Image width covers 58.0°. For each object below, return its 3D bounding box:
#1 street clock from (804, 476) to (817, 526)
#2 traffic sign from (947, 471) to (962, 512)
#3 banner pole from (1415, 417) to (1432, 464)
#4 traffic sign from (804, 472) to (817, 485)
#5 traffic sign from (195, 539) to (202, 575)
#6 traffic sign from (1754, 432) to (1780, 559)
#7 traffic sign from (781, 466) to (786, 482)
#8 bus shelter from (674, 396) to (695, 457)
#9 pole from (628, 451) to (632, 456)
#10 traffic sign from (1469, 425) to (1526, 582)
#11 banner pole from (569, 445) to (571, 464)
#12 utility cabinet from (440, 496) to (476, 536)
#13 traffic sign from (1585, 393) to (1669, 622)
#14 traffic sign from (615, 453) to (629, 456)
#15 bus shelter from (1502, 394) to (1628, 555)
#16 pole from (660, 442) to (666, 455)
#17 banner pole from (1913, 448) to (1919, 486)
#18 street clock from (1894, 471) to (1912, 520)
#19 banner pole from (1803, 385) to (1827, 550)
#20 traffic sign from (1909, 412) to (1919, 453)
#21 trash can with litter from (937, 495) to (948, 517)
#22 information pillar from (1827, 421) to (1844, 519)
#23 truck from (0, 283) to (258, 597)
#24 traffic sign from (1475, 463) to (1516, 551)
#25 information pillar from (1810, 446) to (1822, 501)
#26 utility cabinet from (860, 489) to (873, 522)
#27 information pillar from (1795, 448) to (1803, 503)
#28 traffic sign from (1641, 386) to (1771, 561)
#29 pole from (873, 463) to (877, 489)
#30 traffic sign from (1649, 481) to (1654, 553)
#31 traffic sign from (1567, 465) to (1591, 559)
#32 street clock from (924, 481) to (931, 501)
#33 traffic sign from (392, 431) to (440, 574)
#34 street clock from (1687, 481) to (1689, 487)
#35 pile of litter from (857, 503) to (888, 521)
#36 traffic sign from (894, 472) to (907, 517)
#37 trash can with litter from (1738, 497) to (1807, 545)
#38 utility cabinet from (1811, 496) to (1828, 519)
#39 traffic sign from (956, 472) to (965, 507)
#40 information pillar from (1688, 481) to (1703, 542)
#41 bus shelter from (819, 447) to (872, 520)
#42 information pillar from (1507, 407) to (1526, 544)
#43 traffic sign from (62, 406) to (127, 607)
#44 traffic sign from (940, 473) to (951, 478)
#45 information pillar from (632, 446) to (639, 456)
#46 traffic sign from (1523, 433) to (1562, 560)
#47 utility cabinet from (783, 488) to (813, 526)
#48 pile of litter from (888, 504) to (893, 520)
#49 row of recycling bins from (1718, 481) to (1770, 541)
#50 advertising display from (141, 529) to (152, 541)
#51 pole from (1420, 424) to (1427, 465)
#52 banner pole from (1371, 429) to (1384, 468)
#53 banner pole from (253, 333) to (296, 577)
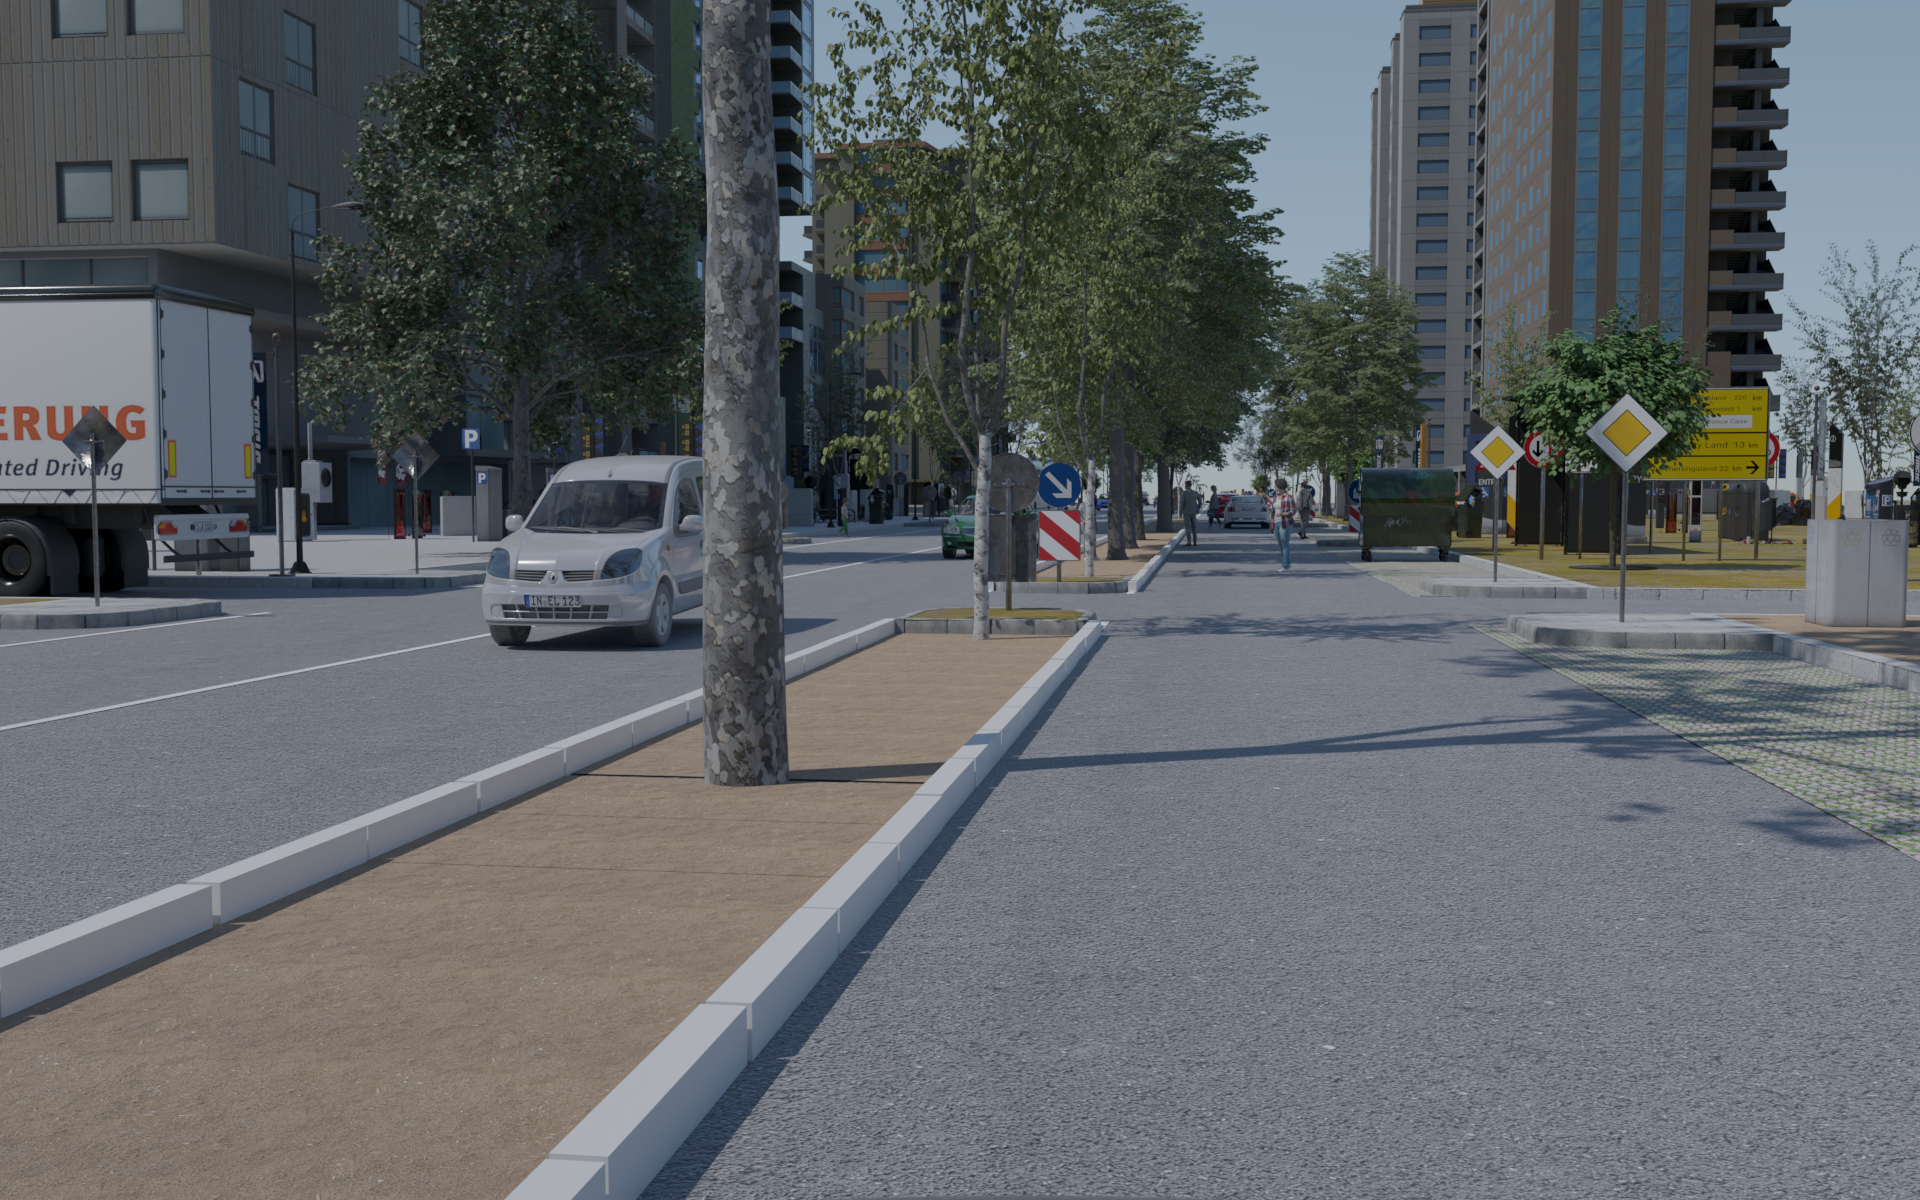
[{"bbox_3d":[-5.962,-3.954,69.211,0.471,2.002,0.358,2,4,28],"label":"street clock"},{"bbox_3d":[-0.315,-6.053,98.968,0.884,2.594,0.081,1,4,11],"label":"traffic sign"},{"bbox_3d":[15.106,-4.061,56.414,0.401,3.779,0.863,-2,4,-27],"label":"banner pole"},{"bbox_3d":[-6.807,-4.700,78.979,0.606,2.300,0.079,1,4,9],"label":"traffic sign"},{"bbox_3d":[-12.039,-1.664,27.318,0.768,2.556,0.104,1,4,10],"label":"traffic sign"},{"bbox_3d":[15.805,-2.092,34.313,0.768,2.556,0.104,1,4,12],"label":"traffic sign"},{"bbox_3d":[-8.167,-4.747,77.715,0.768,2.556,0.104,1,4,10],"label":"traffic sign"},{"bbox_3d":[-8.891,-5.296,64.216,2.179,5.291,8.768,1,4,8],"label":"bus shelter"},{"bbox_3d":[-15.707,-5.417,82.412,0.158,3.312,0.155,0,3,0],"label":"pole"},{"bbox_3d":[7.790,-1.316,25.154,0.795,2.450,0.064,1,4,8],"label":"traffic sign"},{"bbox_3d":[-13.486,-4.276,59.934,0.401,3.779,0.863,-1,4,-16],"label":"banner pole"},{"bbox_3d":[-15.379,-2.563,53.069,1.020,1.237,0.306,-2,4,-35],"label":"utility cabinet"},{"bbox_3d":[6.616,-0.833,17.256,0.795,2.450,0.064,1,4,8],"label":"traffic sign"},{"bbox_3d":[-10.432,-3.265,53.484,0.768,2.556,0.104,1,4,17],"label":"traffic sign"},{"bbox_3d":[13.683,-2.941,39.372,1.731,3.624,6.357,1,4,8],"label":"bus shelter"},{"bbox_3d":[-11.545,-4.501,67.434,0.158,3.312,0.155,0,3,0],"label":"pole"},{"bbox_3d":[37.364,-4.734,67.415,0.401,3.779,0.863,0,4,-6],"label":"banner pole"},{"bbox_3d":[29.335,-3.020,53.947,0.471,2.002,0.358,0,4,-7],"label":"street clock"},{"bbox_3d":[19.896,-3.065,40.137,0.863,3.779,0.401,-3,5,-44],"label":"banner pole"},{"bbox_3d":[14.014,-1.515,24.882,0.768,2.556,0.104,1,4,14],"label":"traffic sign"},{"bbox_3d":[-1.377,-5.193,95.970,2.233,1.210,1.678,-1,4,-15],"label":"trash can with litter"},{"bbox_3d":[28.132,-3.934,55.679,0.183,3.616,0.504,-2,4,-25],"label":"information pillar"},{"bbox_3d":[-16.027,-2.206,24.986,11.283,4.237,2.839,0,4,8],"label":"truck"},{"bbox_3d":[11.984,-2.374,38.825,0.884,2.594,0.081,1,4,15],"label":"traffic sign"},{"bbox_3d":[38.317,-5.268,77.479,0.504,3.616,0.183,1,4,20],"label":"information pillar"},{"bbox_3d":[-4.711,-4.810,87.324,0.318,1.500,1.173,1,4,15],"label":"utility cabinet"},{"bbox_3d":[42.609,-5.907,87.928,0.504,3.616,0.183,-2,4,-34],"label":"information pillar"},{"bbox_3d":[14.203,-2.397,33.068,2.265,3.308,0.079,1,4,13],"label":"traffic sign"},{"bbox_3d":[-4.877,-6.451,99.320,0.158,3.312,0.155,0,3,0],"label":"pole"},{"bbox_3d":[15.017,-2.299,37.588,0.884,2.594,0.081,1,4,18],"label":"traffic sign"},{"bbox_3d":[12.182,-1.947,33.970,0.606,2.300,0.079,1,4,13],"label":"traffic sign"},{"bbox_3d":[-1.820,-5.782,99.104,0.471,2.002,0.358,-1,4,-13],"label":"street clock"},{"bbox_3d":[-8.671,-1.466,27.612,0.795,2.450,0.064,1,4,8],"label":"traffic sign"},{"bbox_3d":[28.715,-3.878,67.970,0.471,2.002,0.358,-2,4,-27],"label":"street clock"},{"bbox_3d":[-4.394,-4.139,81.638,1.719,0.858,1.176,0,4,-2],"label":"pile of litter"},{"bbox_3d":[-3.402,-6.012,98.408,0.768,2.556,0.104,1,4,13],"label":"traffic sign"},{"bbox_3d":[20.977,-2.036,44.353,2.233,1.210,1.678,1,4,10],"label":"trash can with litter"},{"bbox_3d":[34.114,-3.512,68.575,0.306,1.237,1.020,0,4,-2],"label":"utility cabinet"},{"bbox_3d":[-0.064,-6.201,101.498,0.768,2.556,0.104,1,4,14],"label":"traffic sign"},{"bbox_3d":[19.638,-2.554,46.246,0.304,2.012,0.304,1,4,15],"label":"information pillar"},{"bbox_3d":[-5.723,-5.974,88.965,1.731,3.624,6.357,1,4,8],"label":"bus shelter"},{"bbox_3d":[14.250,-3.239,44.313,0.183,3.616,0.504,-2,4,-33],"label":"information pillar"},{"bbox_3d":[-9.845,-0.983,19.713,0.795,2.450,0.064,1,4,8],"label":"traffic sign"},{"bbox_3d":[-0.856,-6.228,101.936,0.768,2.556,0.104,1,4,12],"label":"traffic sign"},{"bbox_3d":[-15.881,-5.705,84.634,0.183,3.616,0.504,3,4,36],"label":"information pillar"},{"bbox_3d":[11.363,-2.059,33.769,0.768,2.556,0.104,1,4,10],"label":"traffic sign"},{"bbox_3d":[-6.401,-3.653,68.412,1.173,1.500,0.318,1,4,13],"label":"utility cabinet"},{"bbox_3d":[-3.935,-4.379,85.567,1.176,0.858,1.719,2,4,32],"label":"pile of litter"},{"bbox_3d":[21.934,-2.525,48.396,1.069,1.692,3.534,1,4,16],"label":"row of recycling bins"},{"bbox_3d":[-22.270,-2.585,47.484,0.974,1.923,0.123,-1,4,-13],"label":"advertising display"},{"bbox_3d":[13.548,-3.476,50.676,0.158,3.312,0.155,0,3,0],"label":"pole"},{"bbox_3d":[15.869,-4.650,66.048,0.401,3.779,0.863,-2,4,-26],"label":"banner pole"},{"bbox_3d":[-10.833,-2.260,26.962,0.863,3.779,0.401,0,4,-3],"label":"banner pole"}]
